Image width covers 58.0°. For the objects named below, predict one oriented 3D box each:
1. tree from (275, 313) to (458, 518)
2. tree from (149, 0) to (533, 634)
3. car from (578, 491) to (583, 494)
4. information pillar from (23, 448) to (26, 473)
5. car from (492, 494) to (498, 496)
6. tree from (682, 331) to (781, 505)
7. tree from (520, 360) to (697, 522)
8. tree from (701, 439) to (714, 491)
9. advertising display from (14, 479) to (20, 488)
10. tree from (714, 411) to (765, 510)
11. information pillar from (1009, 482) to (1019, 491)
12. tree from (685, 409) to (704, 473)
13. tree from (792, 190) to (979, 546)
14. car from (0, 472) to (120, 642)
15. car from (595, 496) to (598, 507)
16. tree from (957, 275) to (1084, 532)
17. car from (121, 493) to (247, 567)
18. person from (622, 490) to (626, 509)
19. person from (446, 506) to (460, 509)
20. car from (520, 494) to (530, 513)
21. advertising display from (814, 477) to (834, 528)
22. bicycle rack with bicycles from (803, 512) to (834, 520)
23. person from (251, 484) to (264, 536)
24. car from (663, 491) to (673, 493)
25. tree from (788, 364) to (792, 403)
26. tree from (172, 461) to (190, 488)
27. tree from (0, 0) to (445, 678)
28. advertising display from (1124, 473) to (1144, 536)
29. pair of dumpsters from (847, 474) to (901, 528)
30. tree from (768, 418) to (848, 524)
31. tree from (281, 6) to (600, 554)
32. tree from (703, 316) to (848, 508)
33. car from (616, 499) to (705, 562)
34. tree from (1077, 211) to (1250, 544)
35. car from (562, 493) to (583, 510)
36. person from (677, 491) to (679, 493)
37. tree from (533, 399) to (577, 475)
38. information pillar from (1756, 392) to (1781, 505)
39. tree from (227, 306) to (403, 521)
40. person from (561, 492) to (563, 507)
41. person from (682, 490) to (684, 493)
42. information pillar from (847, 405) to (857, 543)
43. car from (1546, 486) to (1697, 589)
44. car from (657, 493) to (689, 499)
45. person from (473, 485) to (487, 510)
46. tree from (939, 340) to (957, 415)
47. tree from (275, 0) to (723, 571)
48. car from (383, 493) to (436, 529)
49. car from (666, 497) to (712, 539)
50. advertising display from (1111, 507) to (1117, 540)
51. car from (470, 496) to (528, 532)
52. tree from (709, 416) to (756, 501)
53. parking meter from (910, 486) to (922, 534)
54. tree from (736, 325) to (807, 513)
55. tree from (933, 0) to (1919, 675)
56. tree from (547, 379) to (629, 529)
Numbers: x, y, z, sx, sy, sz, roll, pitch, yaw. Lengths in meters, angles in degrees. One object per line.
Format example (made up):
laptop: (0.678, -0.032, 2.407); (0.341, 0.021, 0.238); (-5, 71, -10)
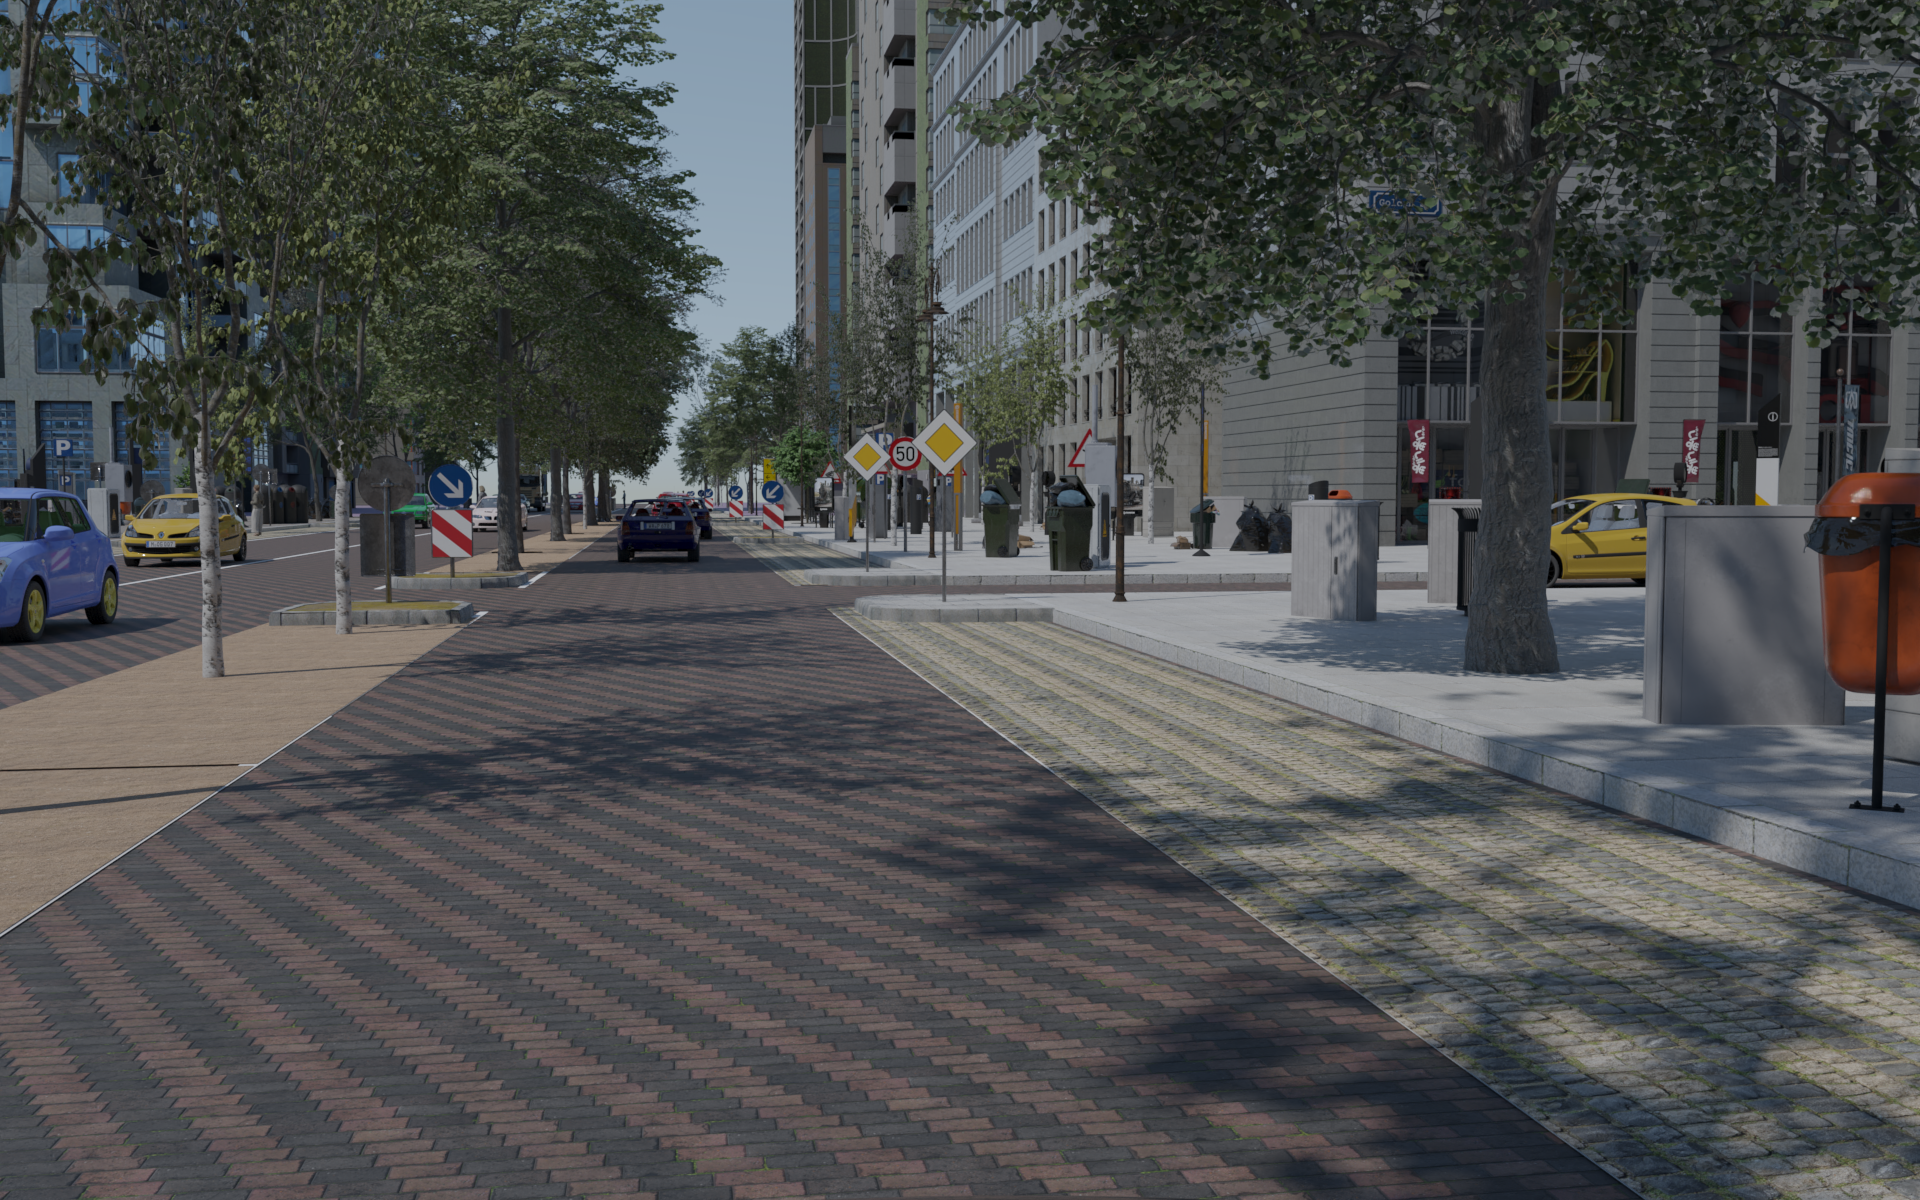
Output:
tree: (-33.247, -10.303, 94.216); (9.928, 11.665, 9.643); (0, 3, 0)
tree: (-6.351, -3.962, 17.604); (4.737, 8.622, 4.395); (0, 3, 0)
car: (-50.270, -13.636, 231.617); (2.281, 1.827, 5.304); (-1, 4, -10)
information pillar: (-47.819, -5.945, 88.557); (0.183, 3.616, 0.504); (-2, 4, -30)
car: (-28.905, -5.974, 109.473); (2.131, 1.459, 4.920); (-1, 4, -10)
tree: (-26.792, -21.038, 199.866); (12.611, 20.169, 13.585); (0, 3, 0)
tree: (-18.222, -10.301, 87.885); (9.611, 12.733, 9.660); (0, 3, 0)
tree: (-25.631, -14.412, 185.993); (4.737, 8.622, 4.395); (0, 3, 0)
advertising display: (-40.257, -4.219, 74.196); (0.123, 1.923, 0.974); (-1, 4, -10)
tree: (-16.477, -11.289, 134.939); (4.737, 8.622, 4.395); (0, 3, 0)
information pillar: (1.983, -3.613, 63.568); (0.304, 2.012, 0.304); (-2, 4, -25)
tree: (-21.817, -13.974, 162.890); (8.767, 10.594, 7.601); (0, 4, -1)
tree: (-1.616, -5.651, 42.761); (4.360, 8.622, 3.978); (0, 3, 0)
car: (-9.982, -0.498, 17.735); (1.945, 1.707, 3.694); (-1, 4, -10)
car: (-40.479, -11.438, 196.602); (1.945, 1.707, 3.694); (0, 4, -8)
tree: (2.370, -6.615, 58.525); (4.737, 8.622, 4.395); (0, 3, 0)
car: (-15.902, -1.551, 35.577); (2.015, 1.641, 3.980); (-1, 4, -11)
person: (-32.921, -9.854, 169.702); (0.705, 1.814, 1.350); (0, 4, 0)
person: (-13.111, -2.213, 44.952); (0.793, 1.790, 0.793); (-3, 5, -43)
car: (-33.590, -7.294, 131.053); (2.131, 1.459, 4.920); (-1, 4, -9)
advertising display: (-5.120, -3.673, 65.264); (0.974, 1.923, 0.123); (3, 5, 40)
bicycle rack with bicycles: (-7.495, -4.538, 87.573); (2.925, 0.926, 2.852); (-2, 4, -32)
person: (-23.834, -3.036, 58.687); (0.362, 1.759, 0.519); (1, 4, 10)
car: (-40.756, -14.252, 241.687); (2.281, 1.827, 5.304); (-1, 4, -11)
tree: (-3.834, -6.541, 57.306); (4.360, 8.622, 3.978); (0, 3, 0)
tree: (-41.530, -6.030, 93.197); (1.663, 3.219, 1.824); (0, 3, 0)
tree: (-5.759, -3.681, 12.998); (4.360, 8.622, 3.978); (0, 3, 0)
advertising display: (5.155, -2.925, 53.043); (0.974, 1.923, 0.123); (0, 4, 4)
pair of dumpsters: (-3.224, -3.816, 64.878); (1.574, 2.255, 4.437); (-1, 4, -10)
tree: (-6.581, -5.590, 75.111); (4.285, 4.588, 4.351); (0, 3, 0)
tree: (-10.766, -7.876, 41.602); (12.009, 13.543, 11.850); (0, 3, 0)
tree: (-9.250, -9.540, 90.390); (7.601, 10.594, 8.767); (-1, 4, -10)
car: (-6.559, -1.547, 37.878); (1.945, 1.354, 3.894); (-1, 4, -8)
tree: (5.164, -5.755, 44.451); (4.360, 8.622, 3.978); (0, 3, 0)
car: (-29.807, -7.681, 134.623); (2.155, 1.783, 4.494); (-1, 4, -9)
person: (-40.435, -14.664, 248.243); (1.348, 1.826, 0.705); (3, 5, 40)
tree: (-16.618, -10.298, 77.482); (9.857, 13.997, 8.962); (0, 3, 0)
information pillar: (18.739, -2.984, 40.143); (0.504, 3.616, 0.183); (3, 4, 38)
tree: (-30.264, -8.972, 81.105); (7.601, 10.594, 8.767); (3, 5, 44)
person: (-44.012, -11.130, 191.297); (1.217, 1.723, 0.721); (3, 5, 42)
person: (-30.605, -11.214, 191.814); (0.705, 1.831, 1.348); (-2, 4, -30)
information pillar: (-2.849, -3.333, 45.852); (0.183, 3.616, 0.504); (1, 4, 11)
car: (9.721, -1.013, 26.792); (3.980, 1.641, 2.015); (-1, 4, -9)
car: (-12.347, -4.012, 74.632); (2.155, 1.783, 4.494); (-1, 4, -11)
person: (-20.356, -3.979, 73.734); (0.728, 1.800, 0.709); (1, 4, 22)
tree: (1.198, -7.436, 71.943); (4.737, 8.622, 4.395); (0, 3, 0)
tree: (-8.229, -6.781, 31.448); (7.486, 12.596, 7.792); (0, 3, 0)
car: (-23.063, -3.908, 72.686); (1.959, 1.807, 4.718); (-1, 4, -11)
car: (-9.000, -2.673, 56.283); (1.945, 1.354, 3.894); (-1, 4, -11)
advertising display: (3.980, -2.595, 47.636); (0.123, 1.923, 0.974); (3, 5, 40)
car: (-17.776, -3.333, 66.858); (2.083, 1.381, 4.827); (-1, 4, -9)
tree: (-19.248, -12.043, 147.259); (4.360, 8.622, 3.978); (0, 3, 0)
parking meter: (-1.401, -2.860, 55.179); (0.372, 1.533, 0.369); (0, 3, 0)
tree: (-13.658, -12.125, 116.373); (7.486, 12.596, 7.792); (0, 3, 0)
tree: (3.913, -6.458, 12.250); (9.857, 13.997, 8.962); (0, 3, 0)
tree: (-15.100, -7.140, 69.551); (4.360, 8.622, 3.978); (0, 3, 0)
